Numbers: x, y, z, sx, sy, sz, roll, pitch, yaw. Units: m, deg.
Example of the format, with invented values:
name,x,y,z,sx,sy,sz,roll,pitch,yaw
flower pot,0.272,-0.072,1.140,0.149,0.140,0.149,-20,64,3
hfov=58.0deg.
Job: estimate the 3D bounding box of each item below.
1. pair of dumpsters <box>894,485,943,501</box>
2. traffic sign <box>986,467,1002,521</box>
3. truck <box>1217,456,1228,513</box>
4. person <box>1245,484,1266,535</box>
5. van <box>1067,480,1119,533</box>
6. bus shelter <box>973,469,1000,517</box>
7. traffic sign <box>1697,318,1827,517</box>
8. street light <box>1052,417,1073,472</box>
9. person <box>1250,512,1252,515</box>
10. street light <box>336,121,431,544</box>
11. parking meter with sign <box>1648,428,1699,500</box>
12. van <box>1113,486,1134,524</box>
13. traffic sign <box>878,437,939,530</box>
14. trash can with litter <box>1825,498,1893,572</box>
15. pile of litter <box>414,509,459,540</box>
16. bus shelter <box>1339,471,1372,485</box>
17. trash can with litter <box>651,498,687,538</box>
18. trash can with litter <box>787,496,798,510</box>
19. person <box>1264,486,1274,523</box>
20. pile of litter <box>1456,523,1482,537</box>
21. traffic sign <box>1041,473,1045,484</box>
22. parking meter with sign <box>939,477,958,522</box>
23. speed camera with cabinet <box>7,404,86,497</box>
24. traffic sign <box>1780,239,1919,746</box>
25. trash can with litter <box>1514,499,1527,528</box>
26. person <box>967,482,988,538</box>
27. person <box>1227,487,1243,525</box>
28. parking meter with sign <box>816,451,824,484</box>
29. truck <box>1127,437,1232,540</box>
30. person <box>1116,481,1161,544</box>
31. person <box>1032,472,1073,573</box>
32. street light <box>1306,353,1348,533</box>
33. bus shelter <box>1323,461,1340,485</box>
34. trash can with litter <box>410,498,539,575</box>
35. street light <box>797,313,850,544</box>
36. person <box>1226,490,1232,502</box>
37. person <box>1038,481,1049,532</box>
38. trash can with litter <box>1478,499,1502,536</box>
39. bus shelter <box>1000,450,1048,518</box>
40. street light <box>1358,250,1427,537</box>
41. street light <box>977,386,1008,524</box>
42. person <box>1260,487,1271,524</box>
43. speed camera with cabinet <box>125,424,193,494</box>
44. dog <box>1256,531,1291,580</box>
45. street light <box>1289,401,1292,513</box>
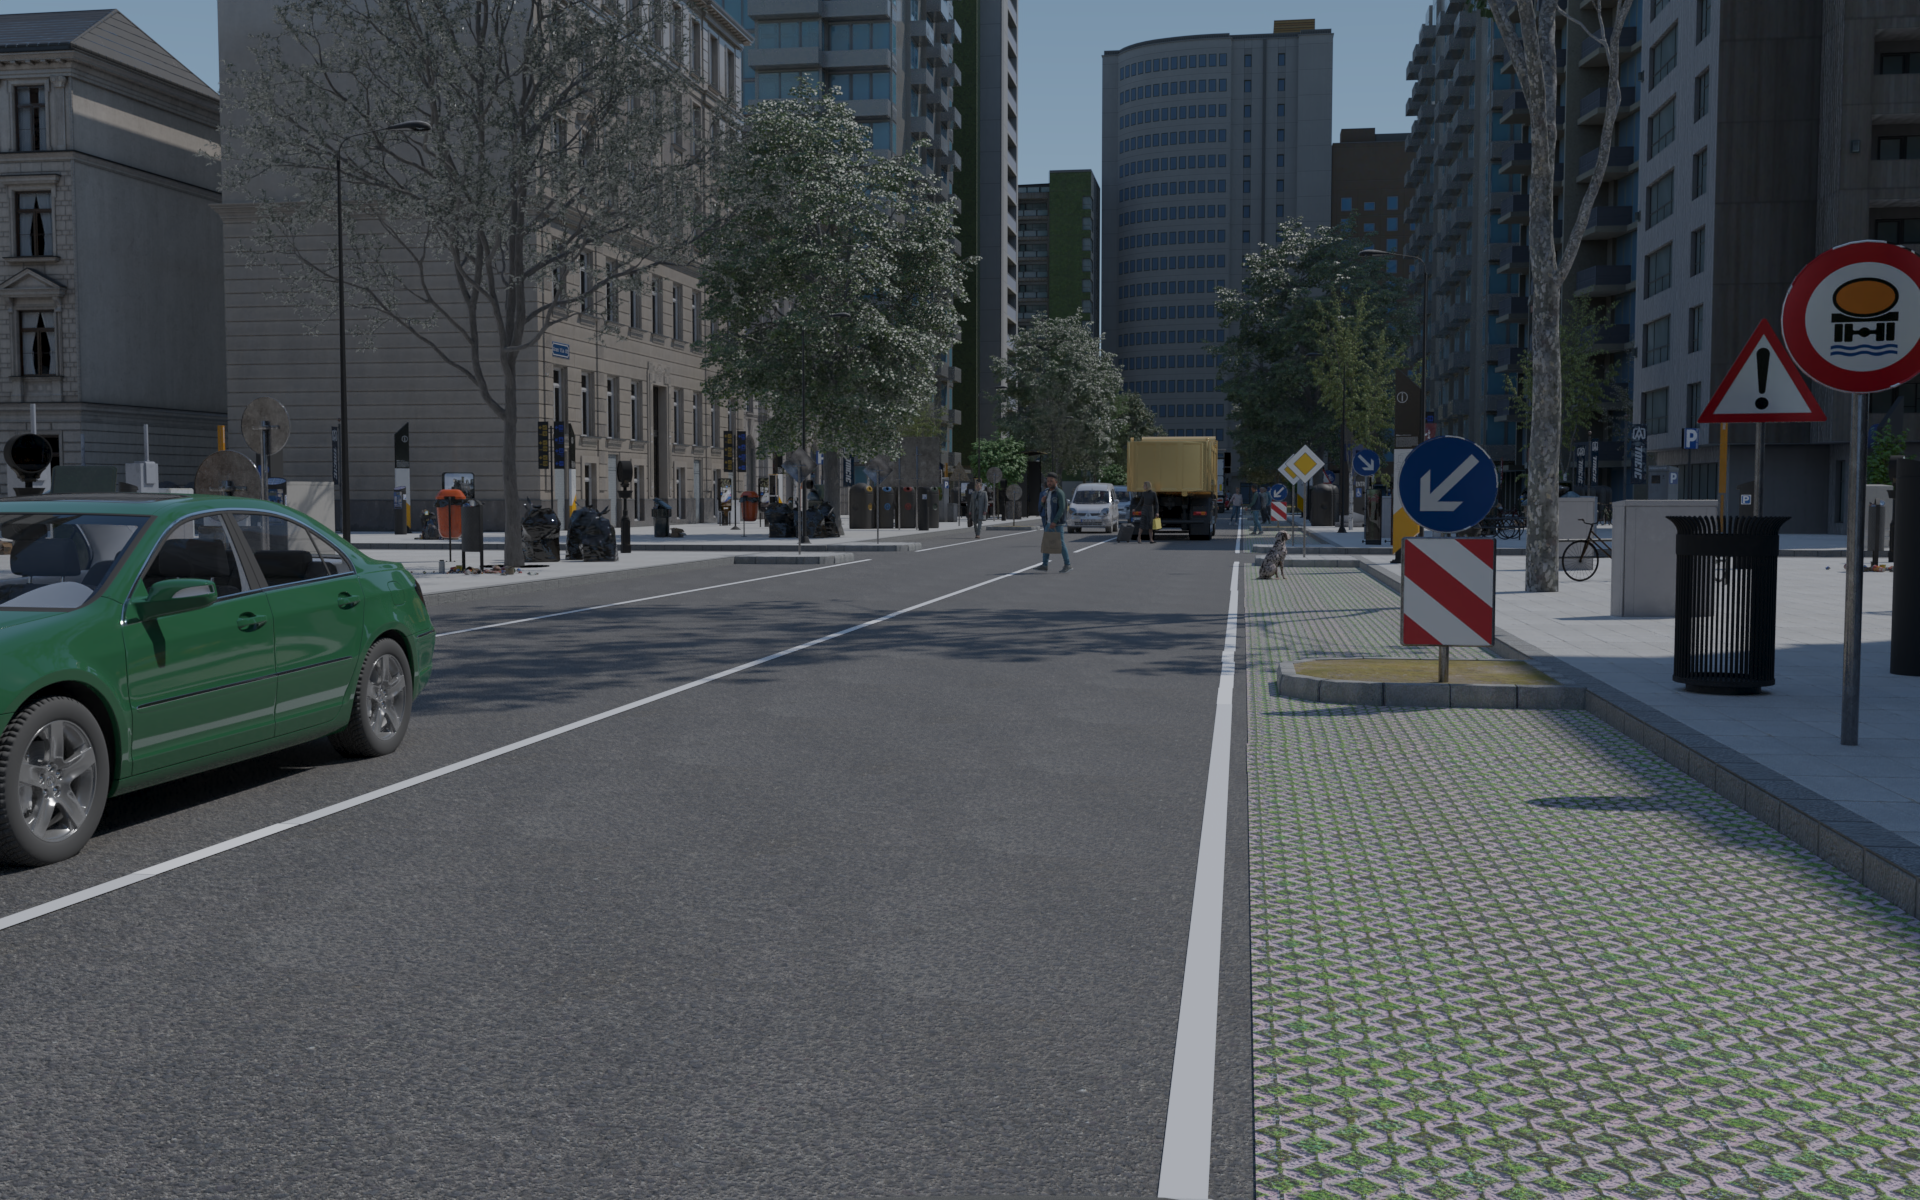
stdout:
name,x,y,z,sx,sy,sz,roll,pitch,yaw
pair of dumpsters,-1.875,-4.485,75.822,1.574,2.255,4.437,1,4,9
traffic sign,1.606,-4.970,81.373,0.768,2.556,0.104,1,4,13
truck,19.249,-8.857,133.722,2.839,4.237,11.283,1,4,9
person,10.357,-3.169,60.664,0.721,1.781,0.623,1,4,12
van,4.969,-3.519,64.540,2.013,2.044,4.112,1,4,10
bus shelter,2.080,-6.738,101.441,1.731,3.624,6.357,1,4,9
traffic sign,5.963,-0.791,12.934,0.884,2.594,0.081,1,4,16
street light,6.102,-8.036,103.925,1.470,5.913,1.316,1,4,9
person,19.348,-6.185,113.873,0.306,1.304,0.590,-3,5,-42
street light,-7.266,-3.012,21.795,1.470,5.913,1.316,1,4,9
parking meter with sign,18.943,-3.081,46.643,0.543,3.016,1.738,-2,4,-27
van,7.573,-4.677,83.484,2.013,2.044,4.112,1,4,8
traffic sign,-1.850,-4.142,61.599,2.265,3.308,0.079,1,4,11
trash can with litter,15.483,-1.103,29.090,1.678,1.210,2.233,2,4,24
pile of litter,-14.788,-2.138,48.916,1.176,0.858,1.719,-2,4,-25
bus shelter,20.059,-5.945,88.484,1.731,3.624,6.357,1,4,9
trash can with litter,-8.566,-2.428,51.086,1.055,1.170,0.624,1,4,20
trash can with litter,-8.420,-4.604,86.663,0.624,1.170,1.055,-1,4,-12
person,15.055,-4.656,84.647,0.620,1.820,0.660,-2,4,-34
pile of litter,8.625,-0.993,30.194,1.176,0.858,1.719,1,4,16
traffic sign,4.462,-6.061,99.206,0.768,2.556,0.104,1,4,10
parking meter with sign,-0.895,-5.070,79.161,1.738,3.016,0.543,2,4,35
speed camera with cabinet,-20.245,-2.717,38.752,0.660,3.252,2.038,1,4,21
traffic sign,4.552,-0.531,8.787,0.768,2.556,0.104,1,4,18
trash can with litter,21.294,-3.288,65.141,1.055,1.170,0.624,-2,4,-31
person,0.555,-2.896,55.953,0.694,1.812,0.767,1,4,22
person,12.588,-4.310,79.635,0.731,1.740,0.598,-2,4,-24
parking meter with sign,-5.393,-4.564,70.875,0.543,3.016,1.738,1,4,11
truck,7.157,-3.751,57.259,3.469,3.379,9.791,1,4,10
person,5.247,-2.555,50.489,0.699,1.804,1.509,-2,4,-28
person,1.704,-1.396,31.311,0.713,1.824,0.794,-1,4,-11
street light,12.080,-5.171,57.093,1.470,5.913,1.316,1,4,9
bus shelter,23.453,-7.028,108.829,2.014,3.302,5.546,1,4,9
trash can with litter,-7.704,-1.027,27.851,2.233,1.210,1.678,3,5,40
street light,-3.498,-4.407,44.589,1.470,5.913,1.316,1,4,9
person,27.656,-10.404,178.591,1.348,1.826,0.705,-1,4,-18
person,2.437,-2.374,47.497,0.721,1.800,0.419,-2,4,-35
trash can with litter,16.368,-2.584,53.641,0.624,1.170,1.055,2,4,31
bus shelter,3.625,-6.356,95.199,1.731,3.624,6.357,1,4,9
street light,8.274,-3.699,33.025,1.470,5.913,1.316,1,4,9
street light,1.355,-6.237,74.509,1.470,5.913,1.316,1,4,9
person,14.484,-4.529,83.031,0.515,1.767,0.782,-3,5,-43
speed camera with cabinet,-23.077,-3.402,49.959,0.660,3.252,2.038,1,4,18
dog,5.133,-0.745,29.010,0.800,0.831,0.513,1,4,10
street light,16.857,-6.967,86.452,1.470,5.913,1.316,1,4,9
